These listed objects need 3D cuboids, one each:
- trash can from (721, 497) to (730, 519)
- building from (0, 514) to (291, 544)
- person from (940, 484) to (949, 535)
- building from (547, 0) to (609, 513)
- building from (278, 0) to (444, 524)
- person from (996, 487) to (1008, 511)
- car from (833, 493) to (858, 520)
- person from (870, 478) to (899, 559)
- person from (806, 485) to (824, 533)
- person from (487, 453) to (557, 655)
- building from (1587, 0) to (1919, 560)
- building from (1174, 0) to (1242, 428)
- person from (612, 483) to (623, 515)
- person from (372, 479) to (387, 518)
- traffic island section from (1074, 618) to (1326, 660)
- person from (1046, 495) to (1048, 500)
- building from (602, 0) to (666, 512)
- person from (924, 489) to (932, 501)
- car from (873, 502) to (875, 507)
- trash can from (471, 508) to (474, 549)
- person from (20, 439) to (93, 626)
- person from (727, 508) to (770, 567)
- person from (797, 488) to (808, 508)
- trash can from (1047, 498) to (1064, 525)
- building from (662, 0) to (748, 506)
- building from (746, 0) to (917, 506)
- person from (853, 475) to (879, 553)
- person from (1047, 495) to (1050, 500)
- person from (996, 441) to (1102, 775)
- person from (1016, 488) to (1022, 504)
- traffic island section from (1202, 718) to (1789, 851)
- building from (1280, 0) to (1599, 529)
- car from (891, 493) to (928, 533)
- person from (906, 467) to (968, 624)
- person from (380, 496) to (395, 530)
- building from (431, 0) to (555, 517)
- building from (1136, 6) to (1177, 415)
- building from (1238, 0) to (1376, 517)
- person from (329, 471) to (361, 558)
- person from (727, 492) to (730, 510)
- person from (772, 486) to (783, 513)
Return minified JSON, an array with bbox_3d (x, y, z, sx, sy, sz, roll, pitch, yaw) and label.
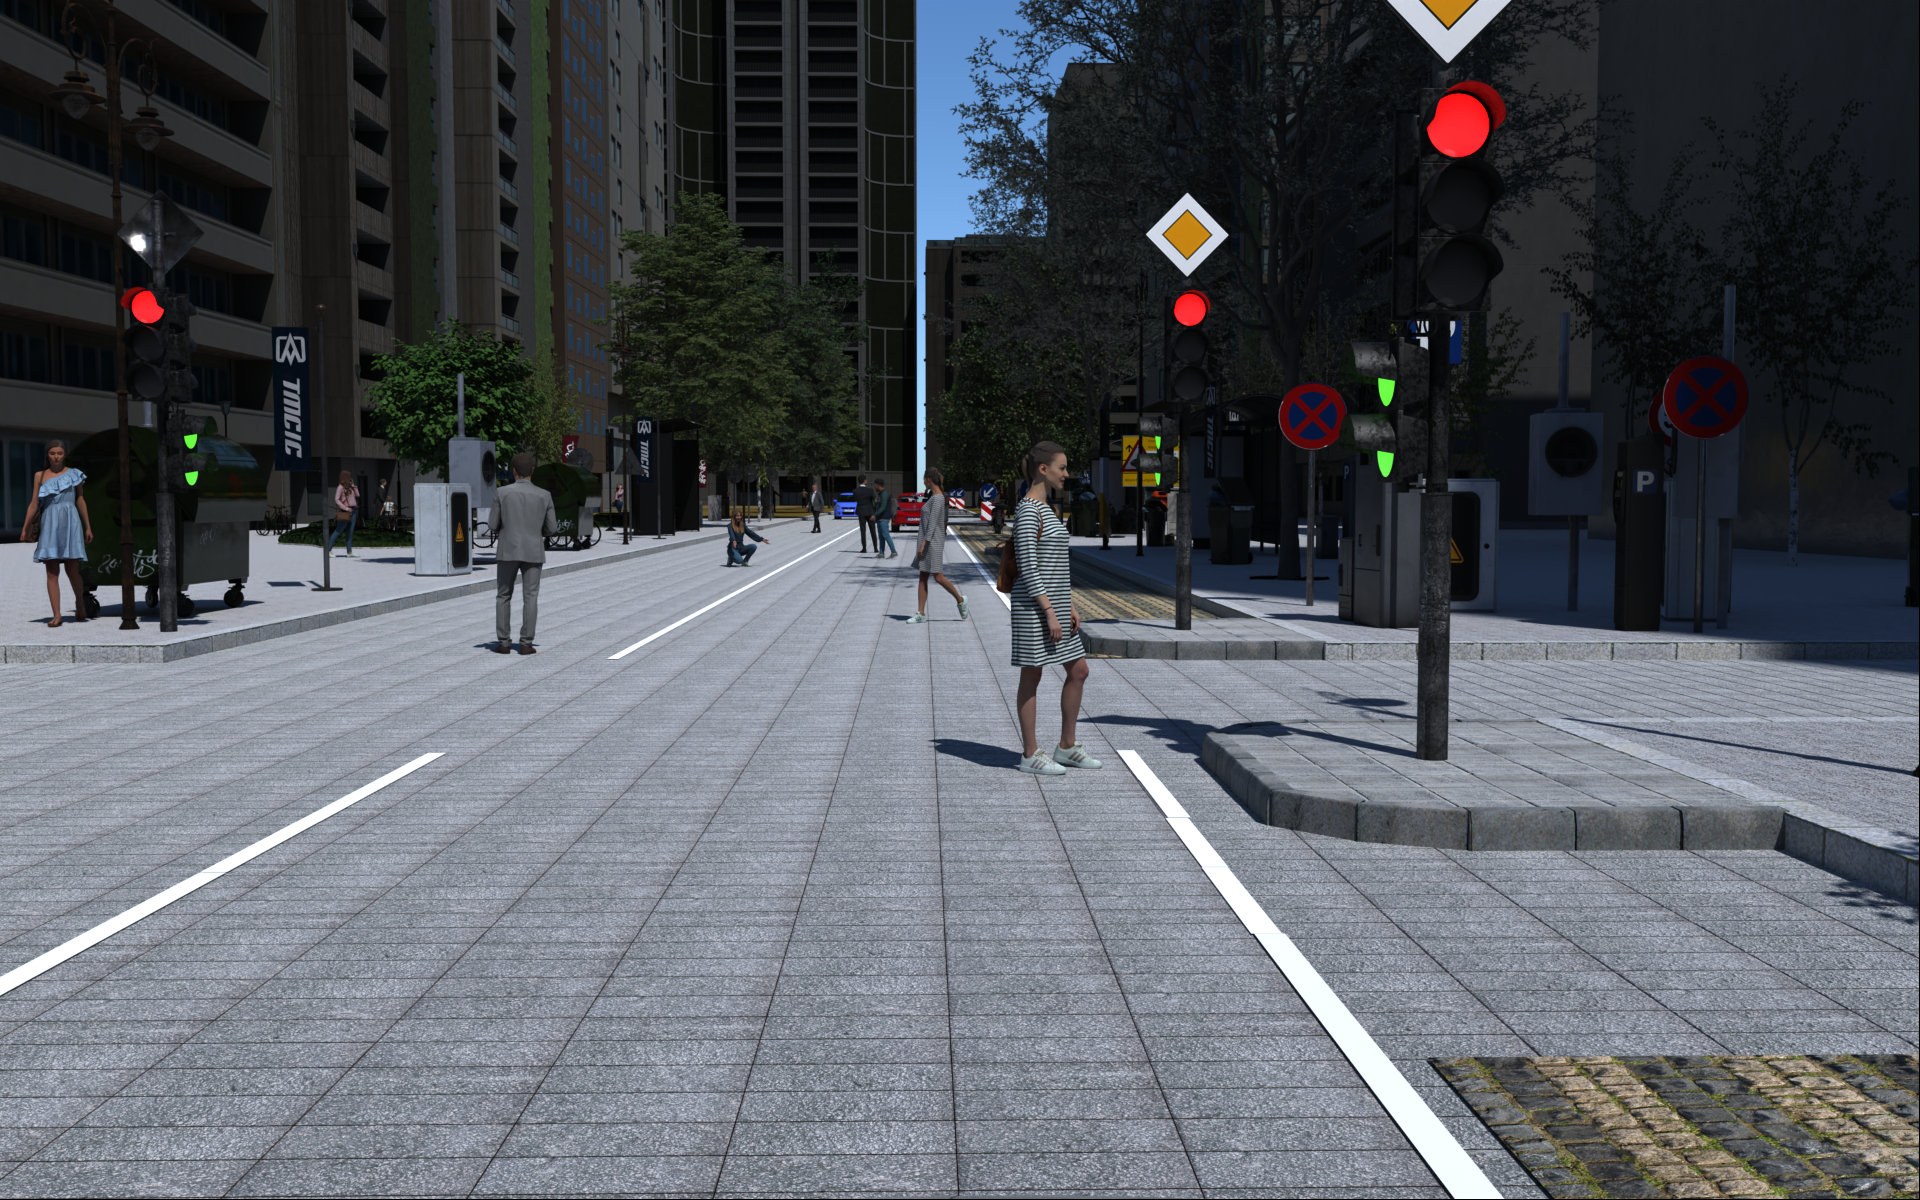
[{"bbox_3d":[-12.171,-4.740,89.157,0.748,1.137,0.748,0,3,0],"label":"trash can"},{"bbox_3d":[-34.496,-26.081,50.124,21.300,48.544,21.600,0,4,-1],"label":"building"},{"bbox_3d":[-0.695,-3.031,58.408,0.532,1.782,0.716,-2,4,-30],"label":"person"},{"bbox_3d":[-31.137,-28.237,111.778,14.600,45.320,14.200,0,4,-1],"label":"building"},{"bbox_3d":[-32.013,-18.645,76.542,14.160,30.474,14.107,0,4,-1],"label":"building"},{"bbox_3d":[2.946,-7.049,121.819,1.217,1.766,0.721,0,4,-5],"label":"person"},{"bbox_3d":[-6.235,-5.444,98.601,1.945,1.707,3.694,0,3,0],"label":"car"},{"bbox_3d":[-1.701,-1.793,38.162,0.721,1.781,0.623,-1,4,-19],"label":"person"},{"bbox_3d":[-5.347,-3.349,63.656,0.661,1.777,0.834,2,4,27],"label":"person"},{"bbox_3d":[-3.958,-0.422,15.598,0.606,1.804,0.583,-2,4,-24],"label":"person"},{"bbox_3d":[35.233,-14.387,39.739,34.151,26.468,19.350,0,4,-1],"label":"building"},{"bbox_3d":[22.612,-28.603,117.777,14.600,45.320,14.200,0,4,-1],"label":"building"},{"bbox_3d":[-14.495,-4.108,73.803,0.593,1.750,0.643,3,5,43],"label":"person"},{"bbox_3d":[-21.612,-3.611,64.864,0.755,1.850,0.659,-2,4,-24],"label":"person"},{"bbox_3d":[2.134,0.361,16.382,2.009,0.180,2.903,0,4,-1],"label":"traffic island section"},{"bbox_3d":[6.677,-8.075,137.931,0.709,1.838,0.599,1,4,11],"label":"person"},{"bbox_3d":[-38.468,-33.539,137.596,27.495,52.752,28.713,0,4,-1],"label":"building"},{"bbox_3d":[-0.913,-2.861,54.641,0.474,1.900,0.648,0,4,1],"label":"person"},{"bbox_3d":[-6.415,-6.201,110.175,1.959,1.807,4.718,0,4,0],"label":"car"},{"bbox_3d":[-11.128,-1.641,38.487,0.748,1.137,0.748,0,3,0],"label":"trash can"},{"bbox_3d":[-8.841,-0.662,16.961,0.616,1.811,0.778,-1,4,-11],"label":"person"},{"bbox_3d":[-4.223,-1.230,34.104,1.012,1.151,0.738,-3,5,-40],"label":"person"},{"bbox_3d":[-14.572,-9.520,161.697,1.348,1.823,0.705,0,4,6],"label":"person"},{"bbox_3d":[3.787,-3.483,68.601,0.748,1.137,0.748,0,3,0],"label":"trash can"},{"bbox_3d":[-35.839,-46.330,195.749,20.611,71.187,20.563,0,4,-1],"label":"building"},{"bbox_3d":[-15.262,-46.436,197.480,20.611,71.187,20.563,0,4,-1],"label":"building"},{"bbox_3d":[-2.299,-2.104,42.259,0.648,1.900,0.474,0,4,-5],"label":"person"},{"bbox_3d":[8.661,-9.988,171.881,0.705,1.814,1.350,-2,4,-24],"label":"person"},{"bbox_3d":[0.430,0.037,8.893,0.522,1.701,0.512,1,4,19],"label":"person"},{"bbox_3d":[4.811,-8.063,138.654,1.217,1.735,0.721,3,4,36],"label":"person"},{"bbox_3d":[2.311,0.849,8.399,2.009,0.180,2.903,0,4,-1],"label":"traffic island section"},{"bbox_3d":[24.087,-15.775,76.985,14.314,24.678,30.058,0,4,-1],"label":"building"},{"bbox_3d":[-1.685,-3.483,65.986,2.155,1.783,4.494,0,4,0],"label":"car"},{"bbox_3d":[-0.271,-0.616,19.318,0.760,1.731,0.466,-3,4,-37],"label":"person"},{"bbox_3d":[-18.725,-2.792,56.714,0.505,1.210,0.382,-1,4,-11],"label":"person"},{"bbox_3d":[-31.496,-25.318,97.540,14.154,41.232,14.086,0,4,-1],"label":"building"},{"bbox_3d":[29.214,-33.618,138.888,28.713,52.752,27.495,0,4,-1],"label":"building"},{"bbox_3d":[23.711,-25.662,103.172,14.154,41.232,14.086,0,4,-1],"label":"building"},{"bbox_3d":[-12.458,-1.729,34.907,0.643,1.750,0.593,0,4,6],"label":"person"},{"bbox_3d":[-18.554,-7.884,138.165,0.599,1.433,0.991,-2,4,-34],"label":"person"},{"bbox_3d":[-12.975,-6.962,120.001,1.348,1.807,0.705,0,4,-5],"label":"person"}]
